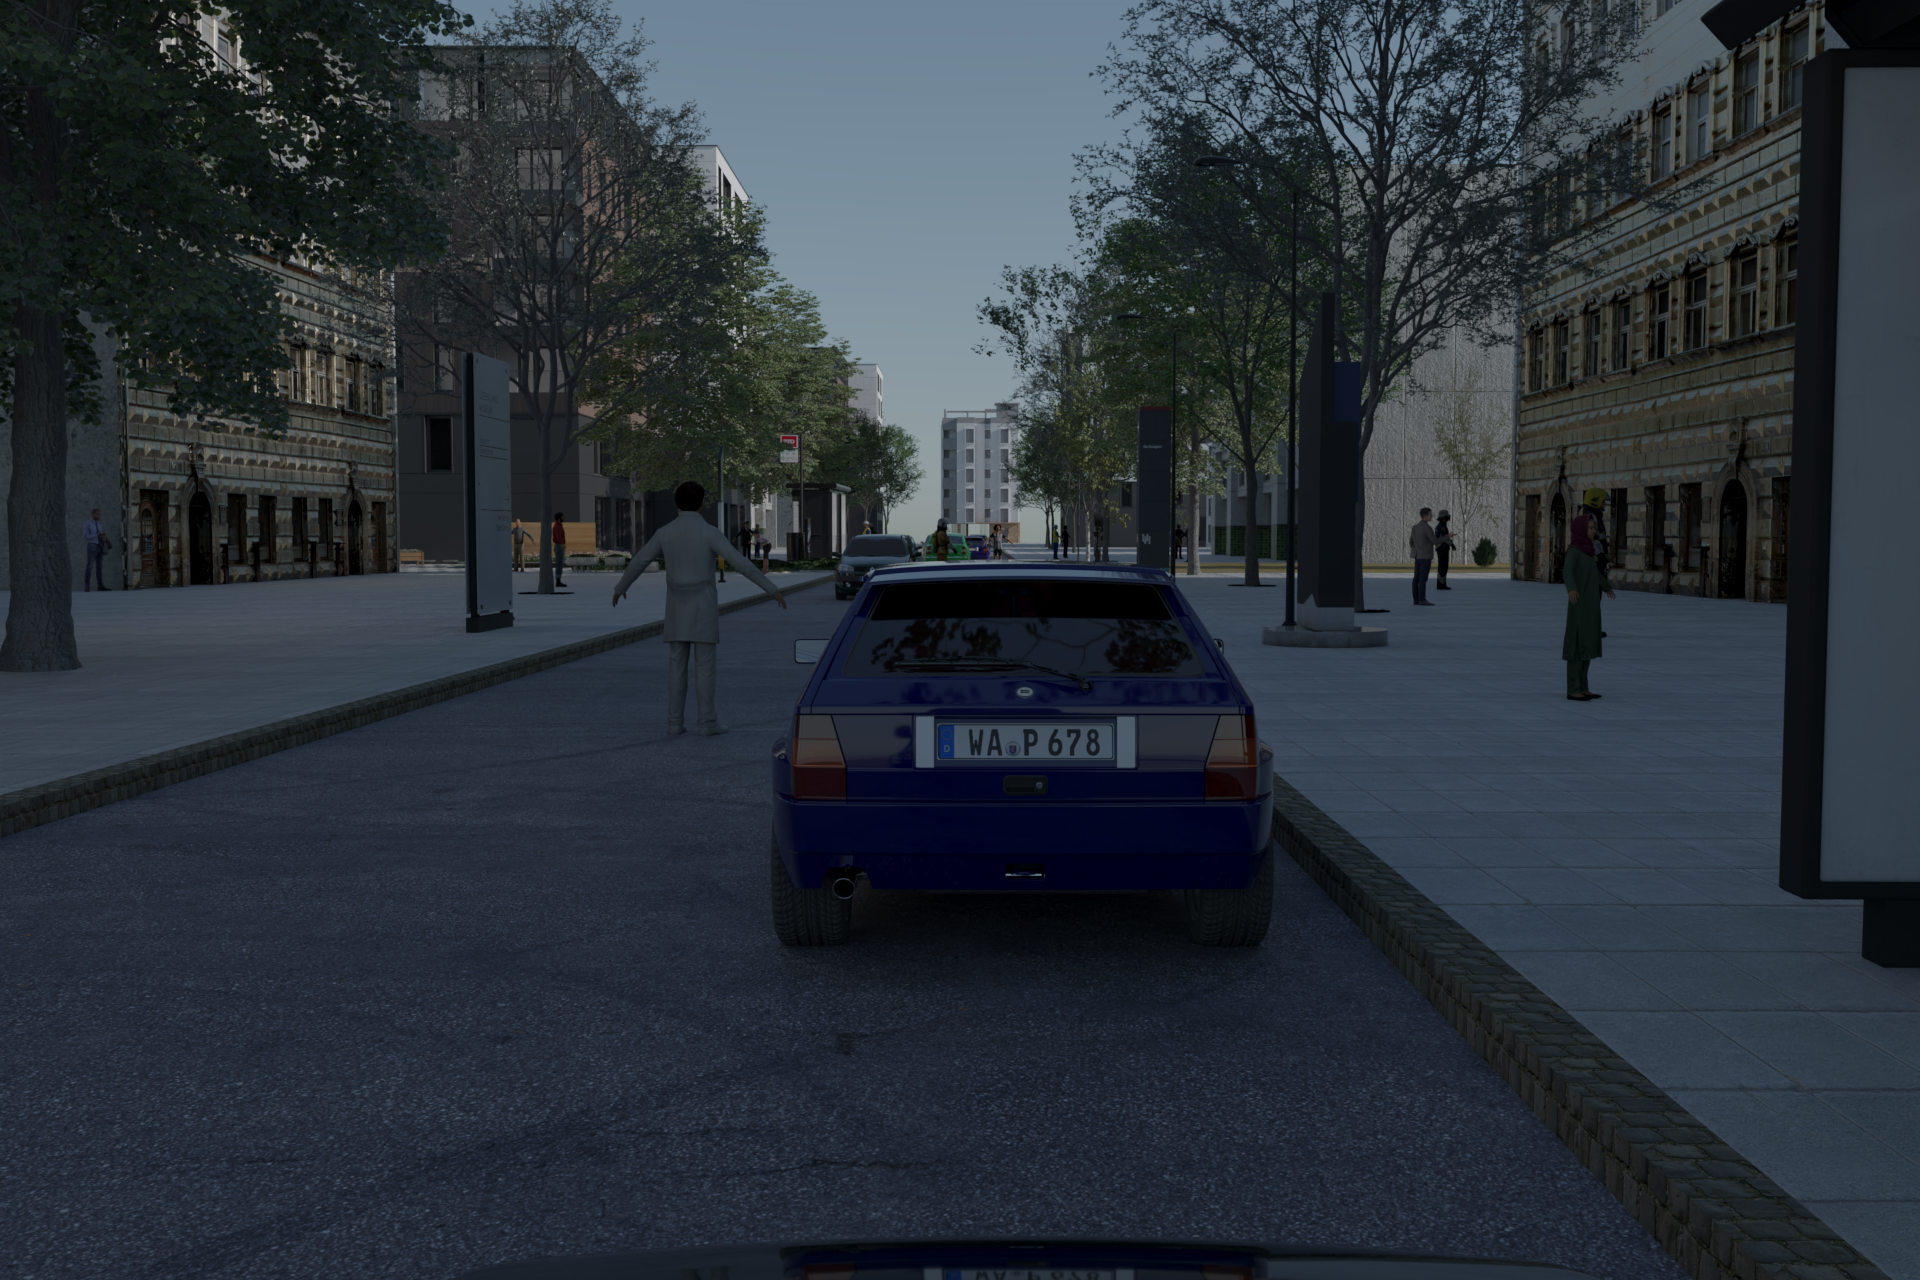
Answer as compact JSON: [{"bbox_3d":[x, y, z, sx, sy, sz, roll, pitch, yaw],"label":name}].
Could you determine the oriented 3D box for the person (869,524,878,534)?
[{"bbox_3d":[-4.858,-5.490,95.539,1.354,1.856,0.705,2,4,23],"label":"person"}]

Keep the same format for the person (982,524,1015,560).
[{"bbox_3d":[1.514,-3.705,69.184,1.345,1.843,0.704,-1,4,-15],"label":"person"}]

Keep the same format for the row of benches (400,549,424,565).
[{"bbox_3d":[-23.762,-3.365,70.487,4.104,0.672,1.422,-3,4,-38],"label":"row of benches"}]

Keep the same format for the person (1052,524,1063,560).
[{"bbox_3d":[4.915,-4.946,87.324,0.721,1.772,1.216,-1,4,-18],"label":"person"}]

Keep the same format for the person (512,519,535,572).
[{"bbox_3d":[-15.086,-3.235,59.159,1.348,1.796,0.705,1,4,15],"label":"person"}]

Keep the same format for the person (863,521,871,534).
[{"bbox_3d":[-3.966,-4.078,72.651,0.705,1.833,1.349,-1,4,-15],"label":"person"}]

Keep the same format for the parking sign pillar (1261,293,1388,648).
[{"bbox_3d":[4.246,-1.932,20.066,1.447,3.967,1.447,0,4,0],"label":"parking sign pillar"}]

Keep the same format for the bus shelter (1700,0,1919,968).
[{"bbox_3d":[3.207,-0.529,2.569,2.014,3.302,5.546,0,4,1],"label":"bus shelter"}]

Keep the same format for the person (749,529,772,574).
[{"bbox_3d":[-6.325,-2.801,55.022,0.628,1.438,0.799,0,4,6],"label":"person"}]

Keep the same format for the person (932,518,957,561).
[{"bbox_3d":[-0.456,-2.336,46.418,0.705,1.858,1.354,-2,4,-25],"label":"person"}]

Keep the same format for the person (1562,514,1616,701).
[{"bbox_3d":[4.868,-0.255,13.382,0.599,1.438,0.989,3,4,37],"label":"person"}]

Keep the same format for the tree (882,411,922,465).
[{"bbox_3d":[-11.844,-24.324,253.591,12.611,20.169,13.585,0,3,0],"label":"tree"}]

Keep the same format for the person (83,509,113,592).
[{"bbox_3d":[-19.110,-1.991,38.466,0.599,1.838,0.709,1,4,15],"label":"person"}]

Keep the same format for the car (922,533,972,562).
[{"bbox_3d":[-0.500,-3.512,66.219,1.959,1.807,4.718,0,3,0],"label":"car"}]

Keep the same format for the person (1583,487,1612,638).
[{"bbox_3d":[7.904,-0.963,21.511,0.704,1.858,1.351,1,4,20],"label":"person"}]

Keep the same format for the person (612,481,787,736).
[{"bbox_3d":[-1.904,-0.229,12.387,1.347,1.806,0.705,1,4,15],"label":"person"}]

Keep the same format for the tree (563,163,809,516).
[{"bbox_3d":[-8.523,-8.282,53.543,7.486,12.596,7.792,0,3,0],"label":"tree"}]

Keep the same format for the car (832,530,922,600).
[{"bbox_3d":[-1.835,-1.783,38.936,2.009,1.686,4.222,0,4,1],"label":"car"}]

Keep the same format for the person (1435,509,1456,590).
[{"bbox_3d":[11.155,-2.081,39.888,0.704,1.845,1.351,0,4,3],"label":"person"}]

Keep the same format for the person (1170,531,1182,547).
[{"bbox_3d":[5.484,-2.486,47.421,1.217,1.736,0.721,0,4,-4],"label":"person"}]

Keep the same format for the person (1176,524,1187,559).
[{"bbox_3d":[11.221,-5.049,88.731,1.347,1.806,0.705,3,4,37],"label":"person"}]

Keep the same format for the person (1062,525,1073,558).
[{"bbox_3d":[5.671,-5.202,91.767,0.721,1.740,1.216,-1,4,-21],"label":"person"}]

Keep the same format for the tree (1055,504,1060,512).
[{"bbox_3d":[17.237,-19.967,252.207,9.928,11.665,9.643,0,3,0],"label":"tree"}]

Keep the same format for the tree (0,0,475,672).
[{"bbox_3d":[-8.765,-6.694,16.095,9.857,13.997,8.962,0,3,0],"label":"tree"}]

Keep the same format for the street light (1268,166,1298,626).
[{"bbox_3d":[4.654,-2.989,21.405,1.470,5.913,1.316,0,4,1],"label":"street light"}]

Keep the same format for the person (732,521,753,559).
[{"bbox_3d":[-9.065,-4.148,73.756,1.347,1.837,0.705,-2,4,-25],"label":"person"}]

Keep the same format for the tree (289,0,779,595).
[{"bbox_3d":[-8.742,-7.721,36.608,12.009,13.543,11.850,0,3,0],"label":"tree"}]

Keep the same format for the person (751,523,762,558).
[{"bbox_3d":[-10.740,-5.268,91.982,1.347,1.847,0.705,3,5,43],"label":"person"}]

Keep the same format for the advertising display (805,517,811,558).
[{"bbox_3d":[-5.925,-3.809,67.483,0.123,1.923,0.974,0,4,3],"label":"advertising display"}]

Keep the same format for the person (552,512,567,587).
[{"bbox_3d":[-9.667,-2.192,41.941,0.704,1.816,1.345,-1,4,-14],"label":"person"}]

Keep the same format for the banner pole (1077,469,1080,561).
[{"bbox_3d":[4.571,-4.684,66.600,0.401,3.779,0.863,0,4,0],"label":"banner pole"}]

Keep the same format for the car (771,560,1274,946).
[{"bbox_3d":[0.218,0.319,7.368,1.945,1.354,3.894,0,4,0],"label":"car"}]

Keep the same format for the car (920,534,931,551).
[{"bbox_3d":[-1.291,-5.556,101.062,2.015,1.641,3.980,0,4,1],"label":"car"}]

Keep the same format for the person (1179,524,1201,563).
[{"bbox_3d":[10.370,-4.398,78.128,1.346,1.802,0.704,-2,4,-32],"label":"person"}]

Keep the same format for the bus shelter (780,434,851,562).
[{"bbox_3d":[-6.067,-5.797,72.415,2.179,5.291,8.768,0,4,2],"label":"bus shelter"}]

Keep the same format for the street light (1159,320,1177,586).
[{"bbox_3d":[5.062,-3.919,36.621,1.470,5.913,1.316,0,4,1],"label":"street light"}]

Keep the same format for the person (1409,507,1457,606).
[{"bbox_3d":[8.503,-1.504,31.164,0.750,1.759,0.617,0,4,-1],"label":"person"}]

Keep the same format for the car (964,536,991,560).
[{"bbox_3d":[0.453,-3.999,77.957,1.945,1.354,3.894,0,3,0],"label":"car"}]

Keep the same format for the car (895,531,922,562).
[{"bbox_3d":[-2.234,-2.932,57.730,2.009,1.686,4.222,0,4,1],"label":"car"}]

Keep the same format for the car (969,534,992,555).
[{"bbox_3d":[1.219,-6.723,119.714,2.009,1.686,4.222,0,4,-1],"label":"car"}]
